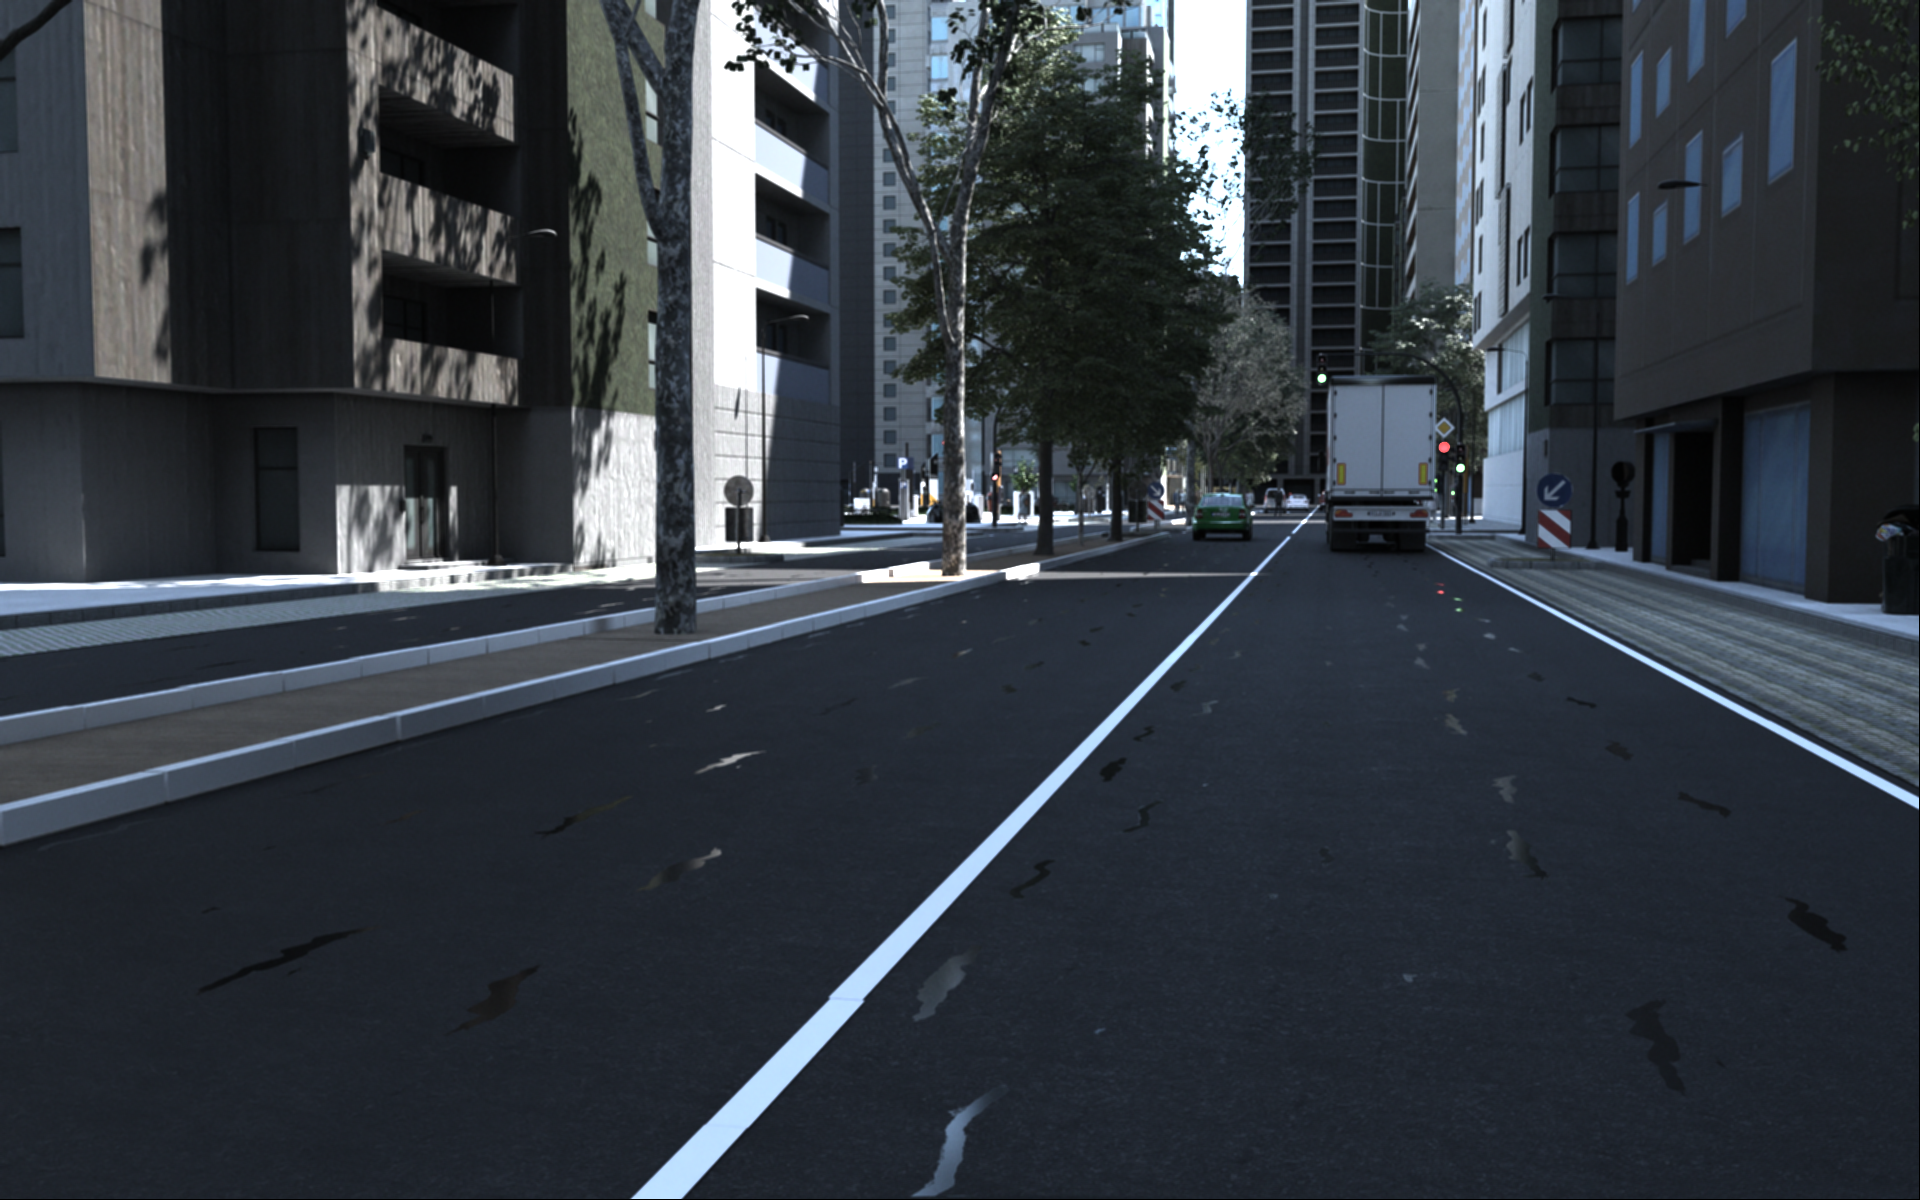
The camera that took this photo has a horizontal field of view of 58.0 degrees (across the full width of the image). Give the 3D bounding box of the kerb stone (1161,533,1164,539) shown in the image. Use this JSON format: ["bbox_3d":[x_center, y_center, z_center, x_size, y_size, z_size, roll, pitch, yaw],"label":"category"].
[{"bbox_3d":[6.234,-1.984,54.641,0.120,0.150,1.000,1,4,12],"label":"kerb stone"}]

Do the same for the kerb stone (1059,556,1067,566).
[{"bbox_3d":[1.955,-0.757,34.595,0.120,0.150,1.000,1,4,12],"label":"kerb stone"}]

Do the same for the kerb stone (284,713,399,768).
[{"bbox_3d":[-3.417,0.775,9.523,0.120,0.150,1.000,1,4,12],"label":"kerb stone"}]

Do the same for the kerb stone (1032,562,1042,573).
[{"bbox_3d":[1.304,-0.564,31.590,0.120,0.150,1.000,1,4,12],"label":"kerb stone"}]

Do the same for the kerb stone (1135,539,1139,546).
[{"bbox_3d":[4.740,-1.556,47.636,0.120,0.150,1.000,1,4,12],"label":"kerb stone"}]

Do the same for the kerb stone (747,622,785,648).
[{"bbox_3d":[-1.909,0.350,16.545,0.120,0.150,1.000,1,4,12],"label":"kerb stone"}]

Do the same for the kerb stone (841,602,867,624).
[{"bbox_3d":[-1.264,0.162,19.547,0.120,0.150,1.000,1,4,12],"label":"kerb stone"}]

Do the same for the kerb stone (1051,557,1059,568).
[{"bbox_3d":[1.736,-0.696,33.595,0.120,0.150,1.000,1,4,12],"label":"kerb stone"}]

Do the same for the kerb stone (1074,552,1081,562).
[{"bbox_3d":[2.375,-0.880,36.603,0.120,0.150,1.000,1,4,12],"label":"kerb stone"}]

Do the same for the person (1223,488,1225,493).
[{"bbox_3d":[16.994,-6.308,111.907,0.678,1.792,0.850,2,4,25],"label":"person"}]

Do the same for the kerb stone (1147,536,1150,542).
[{"bbox_3d":[5.379,-1.735,50.639,0.120,0.150,1.000,1,4,12],"label":"kerb stone"}]

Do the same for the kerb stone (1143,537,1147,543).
[{"bbox_3d":[5.164,-1.677,49.636,0.120,0.150,1.000,1,4,12],"label":"kerb stone"}]

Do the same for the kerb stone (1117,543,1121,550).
[{"bbox_3d":[3.881,-1.305,43.625,0.120,0.150,1.000,1,4,12],"label":"kerb stone"}]

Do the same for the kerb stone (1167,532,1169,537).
[{"bbox_3d":[6.660,-2.107,56.643,0.120,0.150,1.000,1,4,12],"label":"kerb stone"}]

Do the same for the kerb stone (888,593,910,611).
[{"bbox_3d":[-0.836,0.041,21.549,0.120,0.150,1.000,1,4,12],"label":"kerb stone"}]

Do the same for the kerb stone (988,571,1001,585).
[{"bbox_3d":[0.452,-0.329,27.570,0.120,0.150,1.000,1,4,12],"label":"kerb stone"}]

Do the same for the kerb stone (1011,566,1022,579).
[{"bbox_3d":[0.871,-0.447,29.583,0.120,0.150,1.000,1,4,12],"label":"kerb stone"}]

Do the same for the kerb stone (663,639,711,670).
[{"bbox_3d":[-2.340,0.469,14.530,0.120,0.150,1.000,1,4,12],"label":"kerb stone"}]

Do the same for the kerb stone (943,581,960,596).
[{"bbox_3d":[-0.202,-0.144,24.553,0.120,0.150,1.000,1,4,12],"label":"kerb stone"}]

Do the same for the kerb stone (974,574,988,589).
[{"bbox_3d":[0.229,-0.267,26.564,0.120,0.150,1.000,1,4,12],"label":"kerb stone"}]

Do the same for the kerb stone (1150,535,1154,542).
[{"bbox_3d":[5.591,-1.801,51.638,0.120,0.150,1.000,1,4,12],"label":"kerb stone"}]

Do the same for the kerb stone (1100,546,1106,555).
[{"bbox_3d":[3.244,-1.127,40.614,0.120,0.150,1.000,1,4,12],"label":"kerb stone"}]

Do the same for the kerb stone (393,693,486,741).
[{"bbox_3d":[-3.191,0.714,10.528,0.120,0.150,1.000,1,4,12],"label":"kerb stone"}]

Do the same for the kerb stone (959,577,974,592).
[{"bbox_3d":[0.016,-0.205,25.552,0.120,0.150,1.000,1,4,12],"label":"kerb stone"}]

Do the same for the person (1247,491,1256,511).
[{"bbox_3d":[21.874,-7.433,130.389,0.694,1.780,0.624,2,4,35],"label":"person"}]

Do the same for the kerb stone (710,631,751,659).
[{"bbox_3d":[-2.121,0.412,15.530,0.120,0.150,1.000,1,4,12],"label":"kerb stone"}]

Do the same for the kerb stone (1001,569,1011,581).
[{"bbox_3d":[0.655,-0.391,28.584,0.120,0.150,1.000,1,4,12],"label":"kerb stone"}]

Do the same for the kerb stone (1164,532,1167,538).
[{"bbox_3d":[6.449,-2.046,55.643,0.120,0.150,1.000,1,4,12],"label":"kerb stone"}]

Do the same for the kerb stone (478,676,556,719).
[{"bbox_3d":[-2.980,0.652,11.528,0.120,0.150,1.000,1,4,12],"label":"kerb stone"}]

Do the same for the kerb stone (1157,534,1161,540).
[{"bbox_3d":[6.023,-1.923,53.636,0.120,0.150,1.000,1,4,12],"label":"kerb stone"}]

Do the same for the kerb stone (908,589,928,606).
[{"bbox_3d":[-0.625,-0.022,22.550,0.120,0.150,1.000,1,4,12],"label":"kerb stone"}]

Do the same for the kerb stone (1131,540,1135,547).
[{"bbox_3d":[4.525,-1.494,46.637,0.120,0.150,1.000,1,4,12],"label":"kerb stone"}]

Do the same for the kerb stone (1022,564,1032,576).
[{"bbox_3d":[1.090,-0.512,30.587,0.120,0.150,1.000,1,4,12],"label":"kerb stone"}]

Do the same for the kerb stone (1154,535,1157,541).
[{"bbox_3d":[5.808,-1.858,52.637,0.120,0.150,1.000,1,4,12],"label":"kerb stone"}]

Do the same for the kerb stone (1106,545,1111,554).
[{"bbox_3d":[3.457,-1.188,41.625,0.120,0.150,1.000,1,4,12],"label":"kerb stone"}]

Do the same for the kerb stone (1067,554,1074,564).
[{"bbox_3d":[2.163,-0.820,35.599,0.120,0.150,1.000,1,4,12],"label":"kerb stone"}]

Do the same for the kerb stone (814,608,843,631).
[{"bbox_3d":[-1.477,0.223,18.547,0.120,0.150,1.000,1,4,12],"label":"kerb stone"}]

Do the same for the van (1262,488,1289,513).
[{"bbox_3d":[23.704,-7.528,130.098,2.013,2.044,4.112,1,4,11],"label":"van"}]

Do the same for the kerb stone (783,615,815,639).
[{"bbox_3d":[-1.695,0.284,17.544,0.120,0.150,1.000,1,4,12],"label":"kerb stone"}]

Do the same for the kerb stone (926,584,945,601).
[{"bbox_3d":[-0.411,-0.080,23.549,0.120,0.150,1.000,1,4,12],"label":"kerb stone"}]

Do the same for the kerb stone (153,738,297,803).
[{"bbox_3d":[-3.622,0.837,8.522,0.120,0.150,1.000,1,4,12],"label":"kerb stone"}]

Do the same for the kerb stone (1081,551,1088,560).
[{"bbox_3d":[2.594,-0.943,37.610,0.120,0.150,1.000,1,4,12],"label":"kerb stone"}]

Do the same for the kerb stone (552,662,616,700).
[{"bbox_3d":[-2.768,0.593,12.532,0.120,0.150,1.000,1,4,12],"label":"kerb stone"}]

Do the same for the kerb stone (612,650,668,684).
[{"bbox_3d":[-2.548,0.530,13.530,0.120,0.150,1.000,1,4,12],"label":"kerb stone"}]

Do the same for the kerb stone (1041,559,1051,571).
[{"bbox_3d":[1.520,-0.635,32.595,0.120,0.150,1.000,1,4,12],"label":"kerb stone"}]

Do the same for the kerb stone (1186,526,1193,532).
[{"bbox_3d":[8.923,-2.753,67.209,0.120,0.150,1.000,1,4,12],"label":"kerb stone"}]

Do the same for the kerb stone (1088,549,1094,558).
[{"bbox_3d":[2.806,-1.004,38.612,0.120,0.150,1.000,1,4,12],"label":"kerb stone"}]

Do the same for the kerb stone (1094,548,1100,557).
[{"bbox_3d":[3.025,-1.064,39.611,0.120,0.150,1.000,1,4,12],"label":"kerb stone"}]

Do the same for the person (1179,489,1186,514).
[{"bbox_3d":[15.970,-7.057,124.373,0.782,1.767,0.515,3,5,43],"label":"person"}]

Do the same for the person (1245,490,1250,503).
[{"bbox_3d":[21.812,-7.481,131.647,0.643,1.720,0.563,-1,4,-23],"label":"person"}]

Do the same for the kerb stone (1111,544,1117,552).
[{"bbox_3d":[3.671,-1.249,42.624,0.120,0.150,1.000,1,4,12],"label":"kerb stone"}]

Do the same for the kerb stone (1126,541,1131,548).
[{"bbox_3d":[4.312,-1.430,45.632,0.120,0.150,1.000,1,4,12],"label":"kerb stone"}]

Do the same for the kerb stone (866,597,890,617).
[{"bbox_3d":[-1.046,0.101,20.549,0.120,0.150,1.000,1,4,12],"label":"kerb stone"}]

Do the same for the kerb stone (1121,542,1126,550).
[{"bbox_3d":[4.094,-1.369,44.630,0.120,0.150,1.000,1,4,12],"label":"kerb stone"}]

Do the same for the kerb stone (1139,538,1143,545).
[{"bbox_3d":[4.958,-1.617,48.635,0.120,0.150,1.000,1,4,12],"label":"kerb stone"}]
